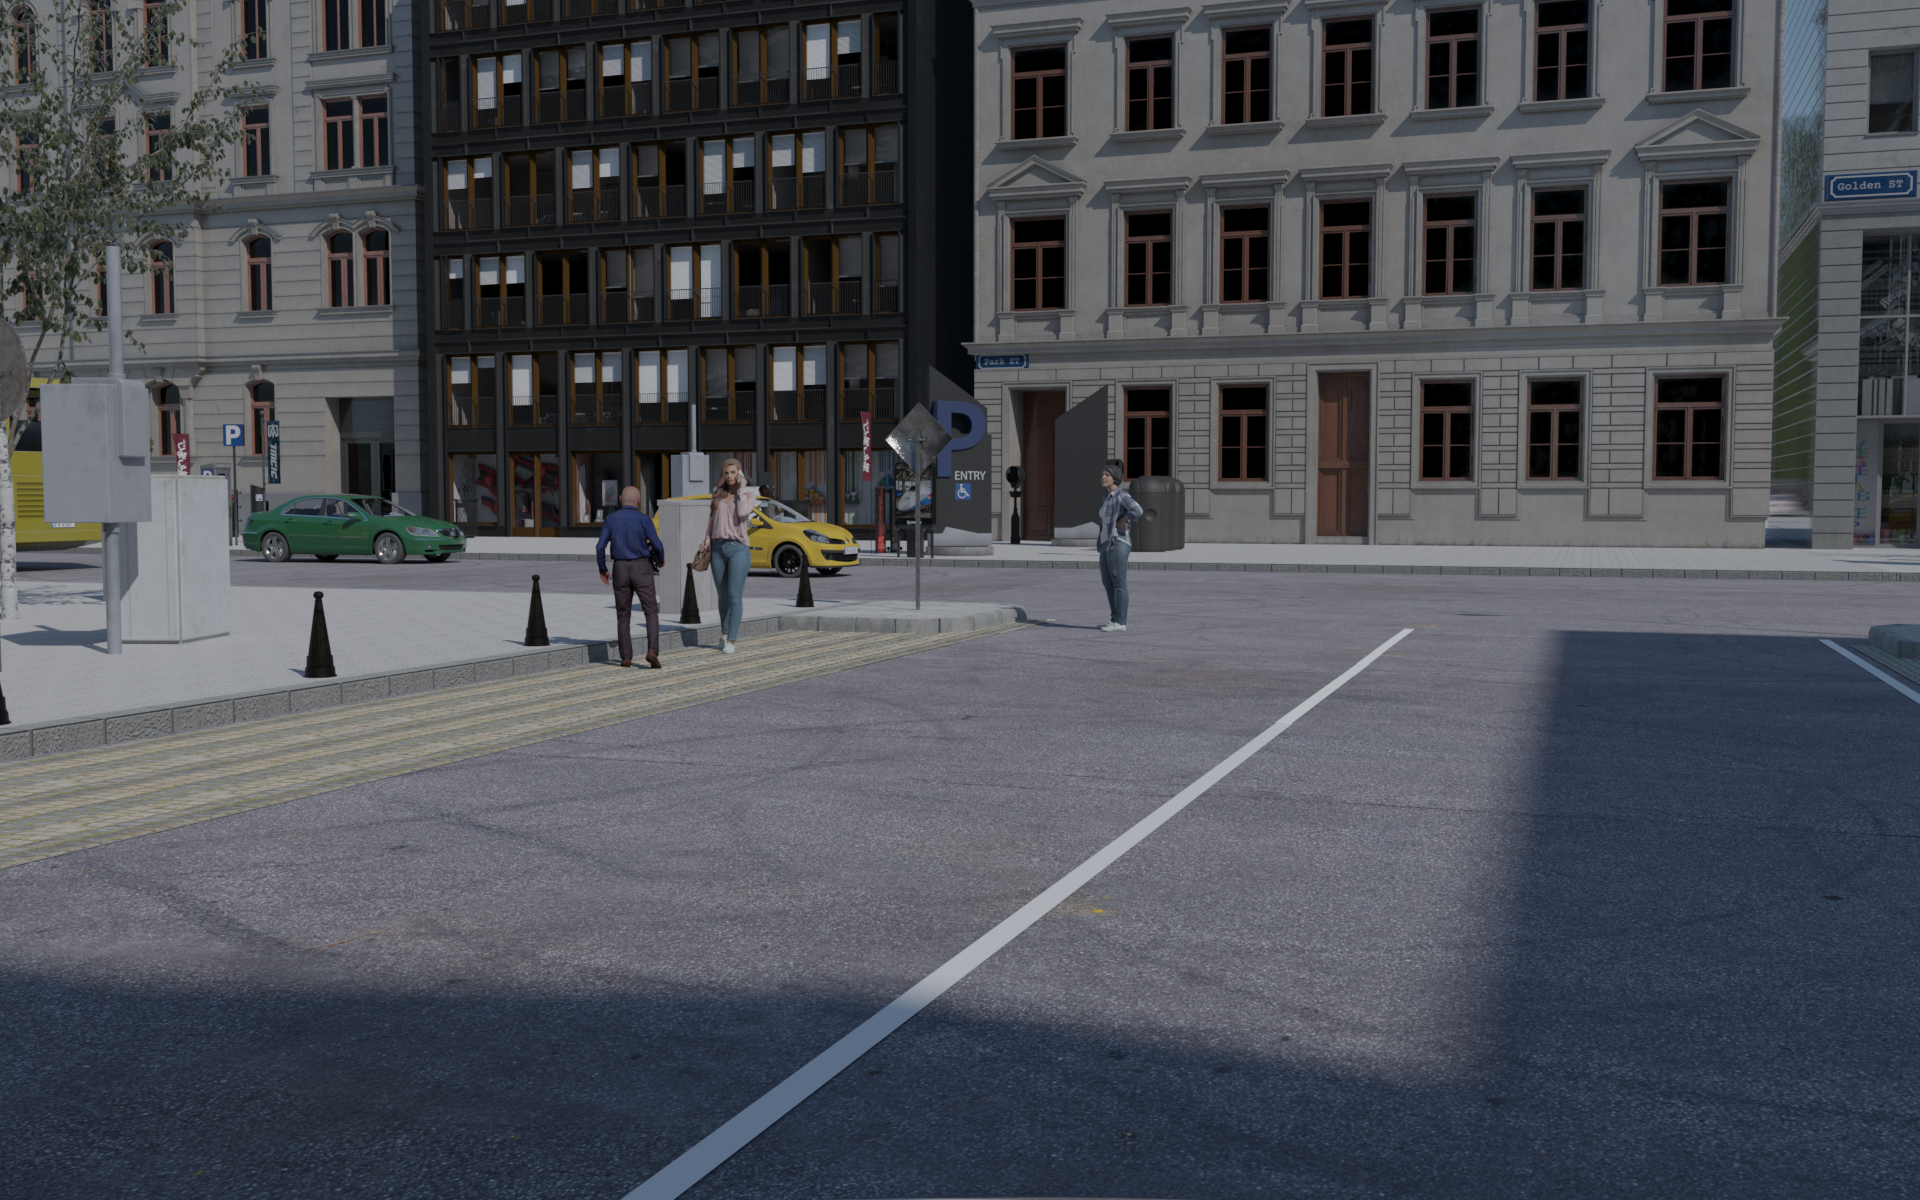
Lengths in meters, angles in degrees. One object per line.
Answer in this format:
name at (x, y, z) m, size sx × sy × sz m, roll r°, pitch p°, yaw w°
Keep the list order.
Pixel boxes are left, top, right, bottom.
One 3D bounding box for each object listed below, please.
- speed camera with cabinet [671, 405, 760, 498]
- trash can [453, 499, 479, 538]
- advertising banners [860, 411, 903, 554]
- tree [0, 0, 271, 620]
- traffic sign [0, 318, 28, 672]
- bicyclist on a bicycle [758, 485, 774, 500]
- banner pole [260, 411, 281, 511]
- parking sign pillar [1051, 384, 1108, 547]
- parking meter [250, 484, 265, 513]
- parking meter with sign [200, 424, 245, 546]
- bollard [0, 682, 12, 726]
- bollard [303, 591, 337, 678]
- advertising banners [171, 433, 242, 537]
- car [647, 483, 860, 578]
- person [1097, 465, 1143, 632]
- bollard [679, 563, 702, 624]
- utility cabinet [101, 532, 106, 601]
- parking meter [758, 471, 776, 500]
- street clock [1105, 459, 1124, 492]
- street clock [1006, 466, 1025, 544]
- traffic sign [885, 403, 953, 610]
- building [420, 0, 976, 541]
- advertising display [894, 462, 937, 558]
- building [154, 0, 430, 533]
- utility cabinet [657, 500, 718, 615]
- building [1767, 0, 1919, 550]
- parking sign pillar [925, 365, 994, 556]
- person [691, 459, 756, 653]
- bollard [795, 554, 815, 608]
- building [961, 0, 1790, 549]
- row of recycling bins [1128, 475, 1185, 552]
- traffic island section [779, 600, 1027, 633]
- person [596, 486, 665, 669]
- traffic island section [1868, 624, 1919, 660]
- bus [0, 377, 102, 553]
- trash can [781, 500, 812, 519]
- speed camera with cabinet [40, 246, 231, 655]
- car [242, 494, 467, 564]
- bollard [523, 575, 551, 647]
speed camera with cabinet at (-5.468, -2.730, 38.972) m, size 2.038 × 3.252 × 0.660 m, roll -3°, pitch 4°, yaw -38°
trash can at (-14.386, -2.373, 50.452) m, size 0.748 × 1.137 × 0.748 m, roll 0°, pitch 3°, yaw 0°
advertising banners at (-1.700, -2.517, 37.346) m, size 0.090 × 3.025 × 2.074 m, roll 1°, pitch 4°, yaw 22°
tree at (-9.514, -4.103, 17.450) m, size 4.360 × 8.622 × 3.978 m, roll 0°, pitch 3°, yaw 0°
traffic sign at (-6.953, -0.752, 12.409) m, size 0.768 × 2.556 × 0.104 m, roll 2°, pitch 4°, yaw 26°
bicyclist on a bicycle at (-3.940, -1.494, 34.445) m, size 1.625 × 1.676 × 1.499 m, roll 1°, pitch 4°, yaw 20°
banner pole at (-20.727, -3.792, 52.016) m, size 0.863 × 3.779 × 0.401 m, roll 1°, pitch 4°, yaw 20°
parking sign pillar at (2.970, -3.302, 42.467) m, size 1.447 × 3.967 × 1.447 m, roll 0°, pitch 4°, yaw 4°
parking meter at (-18.602, -2.294, 45.921) m, size 0.372 × 1.533 × 0.369 m, roll 0°, pitch 3°, yaw 0°
parking meter with sign at (-18.241, -2.822, 42.398) m, size 0.543 × 3.016 × 1.738 m, roll 1°, pitch 4°, yaw 11°
bollard at (-5.414, 0.392, 9.632) m, size 0.229 × 0.601 × 0.229 m, roll 0°, pitch 3°, yaw 0°
bollard at (-4.496, 0.238, 12.153) m, size 0.229 × 0.601 × 0.229 m, roll 0°, pitch 3°, yaw 0°
advertising banners at (-22.033, -3.333, 50.684) m, size 0.090 × 3.025 × 2.074 m, roll 3°, pitch 4°, yaw 37°
car at (-3.718, -1.250, 30.665) m, size 3.980 × 1.641 × 2.015 m, roll 1°, pitch 4°, yaw 21°
person at (1.637, -0.545, 18.128) m, size 0.376 × 1.734 × 0.841 m, roll 0°, pitch 4°, yaw -7°
bollard at (-2.675, -0.068, 17.158) m, size 0.229 × 0.601 × 0.229 m, roll 0°, pitch 3°, yaw 0°
utility cabinet at (-9.807, -0.600, 20.968) m, size 1.020 × 1.237 × 0.306 m, roll -3°, pitch 5°, yaw -42°
parking meter at (-4.802, -2.284, 43.055) m, size 0.399 × 1.863 × 0.255 m, roll 0°, pitch 4°, yaw 5°
street clock at (3.177, -1.902, 35.676) m, size 0.358 × 2.002 × 0.471 m, roll 2°, pitch 4°, yaw 31°
street clock at (1.421, -2.437, 44.421) m, size 0.471 × 2.002 × 0.358 m, roll 3°, pitch 5°, yaw 40°
traffic sign at (-0.462, -0.946, 19.102) m, size 0.795 × 2.450 × 0.064 m, roll 1°, pitch 4°, yaw 20°
building at (-6.502, -13.767, 54.776) m, size 15.834 × 23.373 × 12.332 m, roll 1°, pitch 4°, yaw 20°
advertising display at (-0.898, -1.808, 34.782) m, size 0.974 × 1.923 × 0.123 m, roll 2°, pitch 4°, yaw 35°
building at (-25.175, -16.855, 62.968) m, size 23.554 × 28.519 × 14.401 m, roll 1°, pitch 4°, yaw 20°
utility cabinet at (-2.889, -0.474, 18.913) m, size 0.306 × 1.237 × 1.020 m, roll 2°, pitch 4°, yaw 23°
building at (35.466, -16.015, 39.343) m, size 29.804 × 29.767 × 11.434 m, roll 1°, pitch 4°, yaw 20°
parking sign pillar at (-0.008, -2.929, 36.367) m, size 1.447 × 3.967 × 1.447 m, roll -1°, pitch 4°, yaw -19°
person at (-2.102, -0.407, 15.742) m, size 0.593 × 1.750 × 0.643 m, roll 1°, pitch 4°, yaw 17°
bollard at (-1.763, -0.221, 19.660) m, size 0.229 × 0.601 × 0.229 m, roll 0°, pitch 3°, yaw 0°
building at (11.324, -12.939, 47.711) m, size 21.152 × 22.565 × 11.583 m, roll 1°, pitch 4°, yaw 20°
row of recycling bins at (4.573, -1.996, 39.745) m, size 1.069 × 1.692 × 3.534 m, roll 1°, pitch 4°, yaw 16°
traffic island section at (-0.487, 0.190, 19.173) m, size 2.009 × 0.180 × 2.903 m, roll 1°, pitch 4°, yaw 20°
person at (-2.628, -0.190, 14.306) m, size 0.574 × 1.496 × 0.600 m, roll 2°, pitch 4°, yaw 24°
traffic island section at (9.418, 0.410, 15.573) m, size 2.009 × 0.180 × 2.903 m, roll 1°, pitch 4°, yaw 20°
bus at (-22.419, -2.590, 33.899) m, size 12.252 × 3.916 × 2.896 m, roll 1°, pitch 4°, yaw 18°
trash can at (-3.920, -1.825, 41.493) m, size 0.748 × 1.137 × 0.748 m, roll 0°, pitch 3°, yaw 0°
speed camera with cabinet at (-6.927, -1.241, 14.631) m, size 0.660 × 3.252 × 2.038 m, roll 0°, pitch 4°, yaw 2°
car at (-12.753, -1.514, 36.547) m, size 4.920 × 1.459 × 2.131 m, roll 1°, pitch 4°, yaw 18°
bollard at (-3.585, 0.085, 14.656) m, size 0.229 × 0.601 × 0.229 m, roll 0°, pitch 3°, yaw 0°
